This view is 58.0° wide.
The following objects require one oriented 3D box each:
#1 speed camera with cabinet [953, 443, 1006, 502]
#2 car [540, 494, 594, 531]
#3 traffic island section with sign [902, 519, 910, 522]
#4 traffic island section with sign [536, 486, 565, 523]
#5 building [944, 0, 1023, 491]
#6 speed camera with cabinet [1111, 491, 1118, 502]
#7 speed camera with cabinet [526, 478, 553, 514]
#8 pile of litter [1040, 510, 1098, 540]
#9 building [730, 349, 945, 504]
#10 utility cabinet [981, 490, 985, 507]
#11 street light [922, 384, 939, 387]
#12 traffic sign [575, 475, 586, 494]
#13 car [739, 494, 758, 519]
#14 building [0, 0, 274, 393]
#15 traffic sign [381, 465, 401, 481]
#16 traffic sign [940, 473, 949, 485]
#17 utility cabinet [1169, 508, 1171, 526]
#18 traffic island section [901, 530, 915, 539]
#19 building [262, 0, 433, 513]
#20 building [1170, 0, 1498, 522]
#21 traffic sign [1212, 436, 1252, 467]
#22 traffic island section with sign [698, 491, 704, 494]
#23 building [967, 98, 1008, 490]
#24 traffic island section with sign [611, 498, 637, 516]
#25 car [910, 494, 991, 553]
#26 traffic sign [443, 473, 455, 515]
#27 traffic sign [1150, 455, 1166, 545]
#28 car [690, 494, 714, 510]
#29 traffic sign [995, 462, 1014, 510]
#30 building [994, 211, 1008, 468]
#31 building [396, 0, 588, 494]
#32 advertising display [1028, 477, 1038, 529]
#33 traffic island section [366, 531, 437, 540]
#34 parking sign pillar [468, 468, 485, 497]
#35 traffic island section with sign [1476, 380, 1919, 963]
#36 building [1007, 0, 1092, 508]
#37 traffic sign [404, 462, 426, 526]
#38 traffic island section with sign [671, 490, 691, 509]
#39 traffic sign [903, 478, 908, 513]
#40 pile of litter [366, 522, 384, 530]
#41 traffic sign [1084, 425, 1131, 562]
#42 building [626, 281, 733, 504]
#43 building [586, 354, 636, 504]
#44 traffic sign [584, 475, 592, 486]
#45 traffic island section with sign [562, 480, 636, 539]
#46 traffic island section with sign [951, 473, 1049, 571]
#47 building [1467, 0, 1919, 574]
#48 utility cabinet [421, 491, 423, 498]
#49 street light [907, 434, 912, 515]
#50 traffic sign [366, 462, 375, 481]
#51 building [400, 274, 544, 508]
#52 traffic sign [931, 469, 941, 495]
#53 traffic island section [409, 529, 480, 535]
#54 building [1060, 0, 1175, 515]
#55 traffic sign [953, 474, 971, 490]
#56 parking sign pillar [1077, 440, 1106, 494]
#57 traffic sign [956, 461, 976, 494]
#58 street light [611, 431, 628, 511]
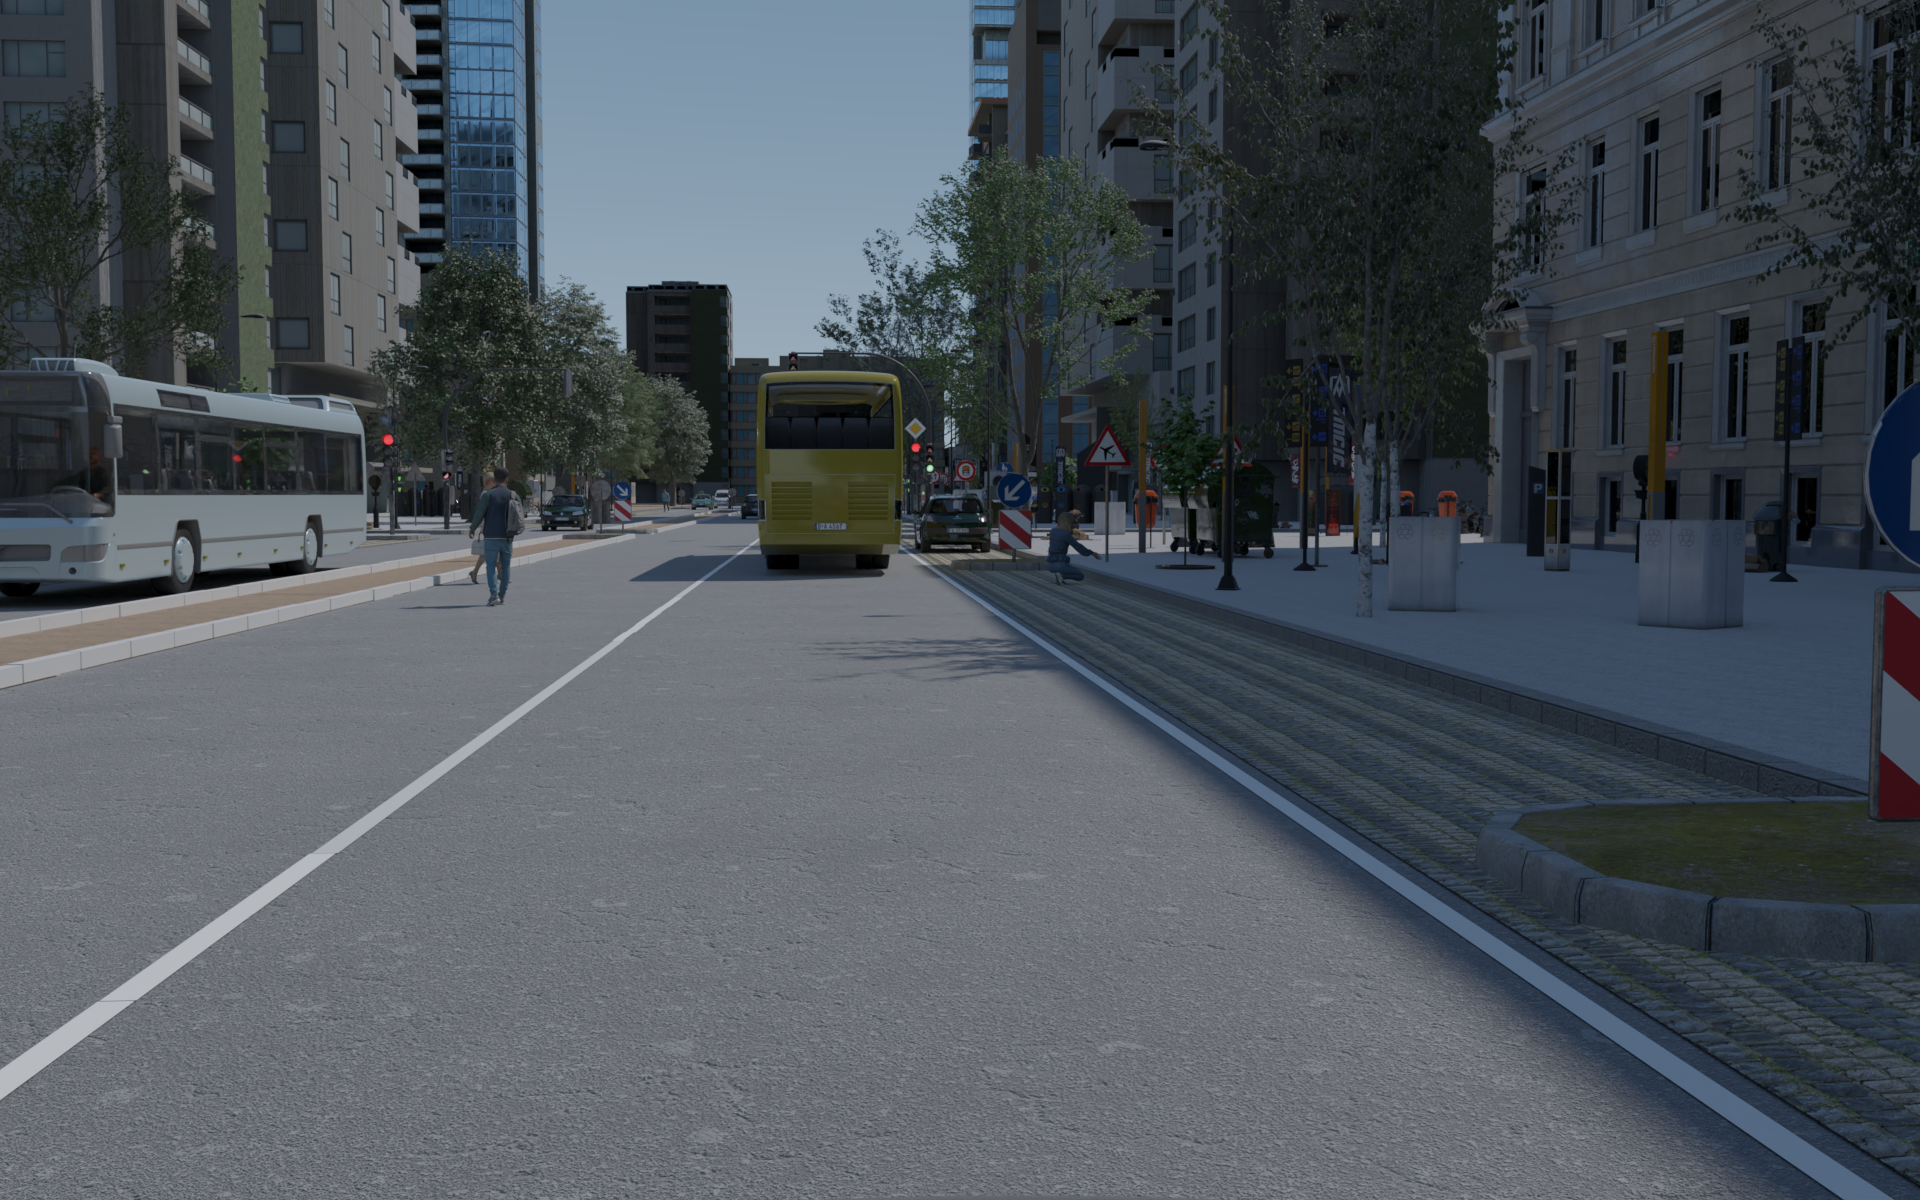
[{"bbox_3d":[0.758,-4.430,66.763,2.038,3.252,0.660,-2,4,-27],"label":"speed camera with cabinet"},{"bbox_3d":[-15.464,-3.578,68.293,2.009,1.686,4.222,0,4,-6],"label":"car"},{"bbox_3d":[-3.601,-4.903,88.792,1.989,1.847,2.006,0,4,-5],"label":"traffic island section with sign"},{"bbox_3d":[-20.194,-4.801,87.120,1.989,1.847,2.006,0,4,-5],"label":"traffic island section with sign"},{"bbox_3d":[13.133,-56.996,244.558,31.000,86.520,22.319,0,4,-5],"label":"building"},{"bbox_3d":[6.949,-5.691,87.389,2.038,3.252,0.660,2,4,35],"label":"speed camera with cabinet"},{"bbox_3d":[-27.642,-7.339,114.334,0.660,3.252,2.038,3,4,38],"label":"speed camera with cabinet"},{"bbox_3d":[3.080,-2.102,48.338,1.719,0.858,1.176,3,5,42],"label":"pile of litter"},{"bbox_3d":[-17.552,-24.622,247.614,28.899,21.520,27.650,0,4,-5],"label":"building"},{"bbox_3d":[1.199,-4.681,85.209,0.318,1.500,1.173,3,5,42],"label":"utility cabinet"},{"bbox_3d":[-0.902,-6.166,73.357,1.470,5.913,1.316,0,4,-5],"label":"street light"},{"bbox_3d":[-25.571,-7.124,116.591,0.768,2.556,0.104,0,4,-3],"label":"traffic sign"},{"bbox_3d":[-11.662,-5.475,99.295,2.009,1.686,4.222,0,4,-6],"label":"car"},{"bbox_3d":[-40.695,-24.143,78.339,14.154,41.232,14.086,0,4,-5],"label":"building"},{"bbox_3d":[-22.387,-4.164,68.181,0.768,2.556,0.104,0,4,-1],"label":"traffic sign"},{"bbox_3d":[-1.037,-6.355,104.004,0.768,2.556,0.104,0,4,3],"label":"traffic sign"},{"bbox_3d":[8.417,-3.626,67.959,0.318,1.500,1.173,0,4,1],"label":"utility cabinet"},{"bbox_3d":[-0.979,-2.059,55.953,2.009,0.180,2.903,0,4,-5],"label":"traffic island section"},{"bbox_3d":[-49.876,-31.702,107.561,28.713,52.752,27.495,0,4,-5],"label":"building"},{"bbox_3d":[18.413,-19.057,83.283,14.107,30.474,14.160,0,4,-5],"label":"building"},{"bbox_3d":[5.221,-2.055,33.610,0.884,2.594,0.081,0,4,1],"label":"traffic sign"},{"bbox_3d":[-28.513,-11.173,191.307,1.989,1.847,2.006,0,4,-5],"label":"traffic island section with sign"},{"bbox_3d":[12.306,-32.787,190.684,22.147,44.769,28.867,0,4,-5],"label":"building"},{"bbox_3d":[-22.332,-6.444,113.991,1.989,1.847,2.006,0,4,-5],"label":"traffic island section with sign"},{"bbox_3d":[-0.215,-2.061,43.483,2.009,1.686,4.222,0,4,-5],"label":"car"},{"bbox_3d":[-25.261,-5.110,85.686,0.606,2.300,0.079,0,4,1],"label":"traffic sign"},{"bbox_3d":[5.186,-2.680,43.926,0.768,2.556,0.104,0,4,1],"label":"traffic sign"},{"bbox_3d":[-23.469,-8.929,157.787,2.131,1.459,4.920,0,4,-5],"label":"car"},{"bbox_3d":[1.798,-4.262,69.782,0.768,2.556,0.104,0,4,3],"label":"traffic sign"},{"bbox_3d":[10.115,-24.292,168.867,14.160,30.474,14.107,0,4,-5],"label":"building"},{"bbox_3d":[-57.931,-53.489,187.212,31.000,86.520,22.319,0,4,-5],"label":"building"},{"bbox_3d":[2.414,-3.562,63.445,0.974,1.923,0.123,-2,4,-26],"label":"advertising display"},{"bbox_3d":[-17.917,-1.977,54.610,2.009,0.180,2.903,0,4,-5],"label":"traffic island section"},{"bbox_3d":[-37.791,-8.989,135.445,1.447,3.967,1.447,0,4,8],"label":"parking sign pillar"},{"bbox_3d":[2.997,0.147,6.224,1.989,1.847,2.006,0,4,-5],"label":"traffic island section with sign"},{"bbox_3d":[11.851,-30.821,154.038,14.600,45.320,14.200,0,4,-5],"label":"building"},{"bbox_3d":[-21.941,-4.265,69.741,0.884,2.594,0.081,0,4,2],"label":"traffic sign"},{"bbox_3d":[-26.373,-9.530,164.437,1.989,1.847,2.006,0,4,-5],"label":"traffic island section with sign"},{"bbox_3d":[-3.680,-7.017,114.835,0.768,2.556,0.104,0,4,-2],"label":"traffic sign"},{"bbox_3d":[-21.565,-2.944,62.093,1.719,0.858,1.176,-1,4,-10],"label":"pile of litter"},{"bbox_3d":[2.760,-1.986,32.483,0.884,2.594,0.081,0,4,-3],"label":"traffic sign"},{"bbox_3d":[-38.377,-28.520,237.994,14.107,30.474,14.160,0,4,-5],"label":"building"},{"bbox_3d":[-60.849,-24.380,243.647,28.899,21.520,27.650,0,4,-5],"label":"building"},{"bbox_3d":[-25.257,-7.165,117.252,0.768,2.556,0.104,0,4,3],"label":"traffic sign"},{"bbox_3d":[-11.561,-2.888,55.350,2.006,1.907,1.989,0,4,-5],"label":"traffic island section with sign"},{"bbox_3d":[0.852,-1.496,33.094,1.989,1.847,2.006,0,4,-5],"label":"traffic island section with sign"},{"bbox_3d":[20.894,-15.298,36.030,13.634,28.700,20.117,0,4,-5],"label":"building"},{"bbox_3d":[-40.435,-7.420,129.994,1.173,1.500,0.318,1,4,9],"label":"utility cabinet"},{"bbox_3d":[-3.663,-8.191,106.457,1.470,5.913,1.316,0,4,-5],"label":"street light"},{"bbox_3d":[-23.203,-4.124,67.531,0.768,2.556,0.104,0,4,2],"label":"traffic sign"},{"bbox_3d":[-52.441,-18.638,149.777,27.650,21.520,28.899,0,4,-5],"label":"building"},{"bbox_3d":[-1.360,-5.384,88.139,0.768,2.556,0.104,0,4,-4],"label":"traffic sign"},{"bbox_3d":[-18.553,-2.464,62.569,2.009,0.180,2.903,0,4,-5],"label":"traffic island section"},{"bbox_3d":[21.865,-32.271,116.873,28.713,52.752,27.495,0,4,-5],"label":"building"},{"bbox_3d":[0.056,-4.686,76.613,0.884,2.594,0.081,0,4,-3],"label":"traffic sign"},{"bbox_3d":[5.941,-5.492,78.265,1.447,3.967,1.447,0,4,6],"label":"parking sign pillar"},{"bbox_3d":[0.225,-4.028,65.957,0.768,2.556,0.104,0,4,-2],"label":"traffic sign"},{"bbox_3d":[-25.282,-9.524,128.266,1.470,5.913,1.316,0,4,-5],"label":"street light"}]
